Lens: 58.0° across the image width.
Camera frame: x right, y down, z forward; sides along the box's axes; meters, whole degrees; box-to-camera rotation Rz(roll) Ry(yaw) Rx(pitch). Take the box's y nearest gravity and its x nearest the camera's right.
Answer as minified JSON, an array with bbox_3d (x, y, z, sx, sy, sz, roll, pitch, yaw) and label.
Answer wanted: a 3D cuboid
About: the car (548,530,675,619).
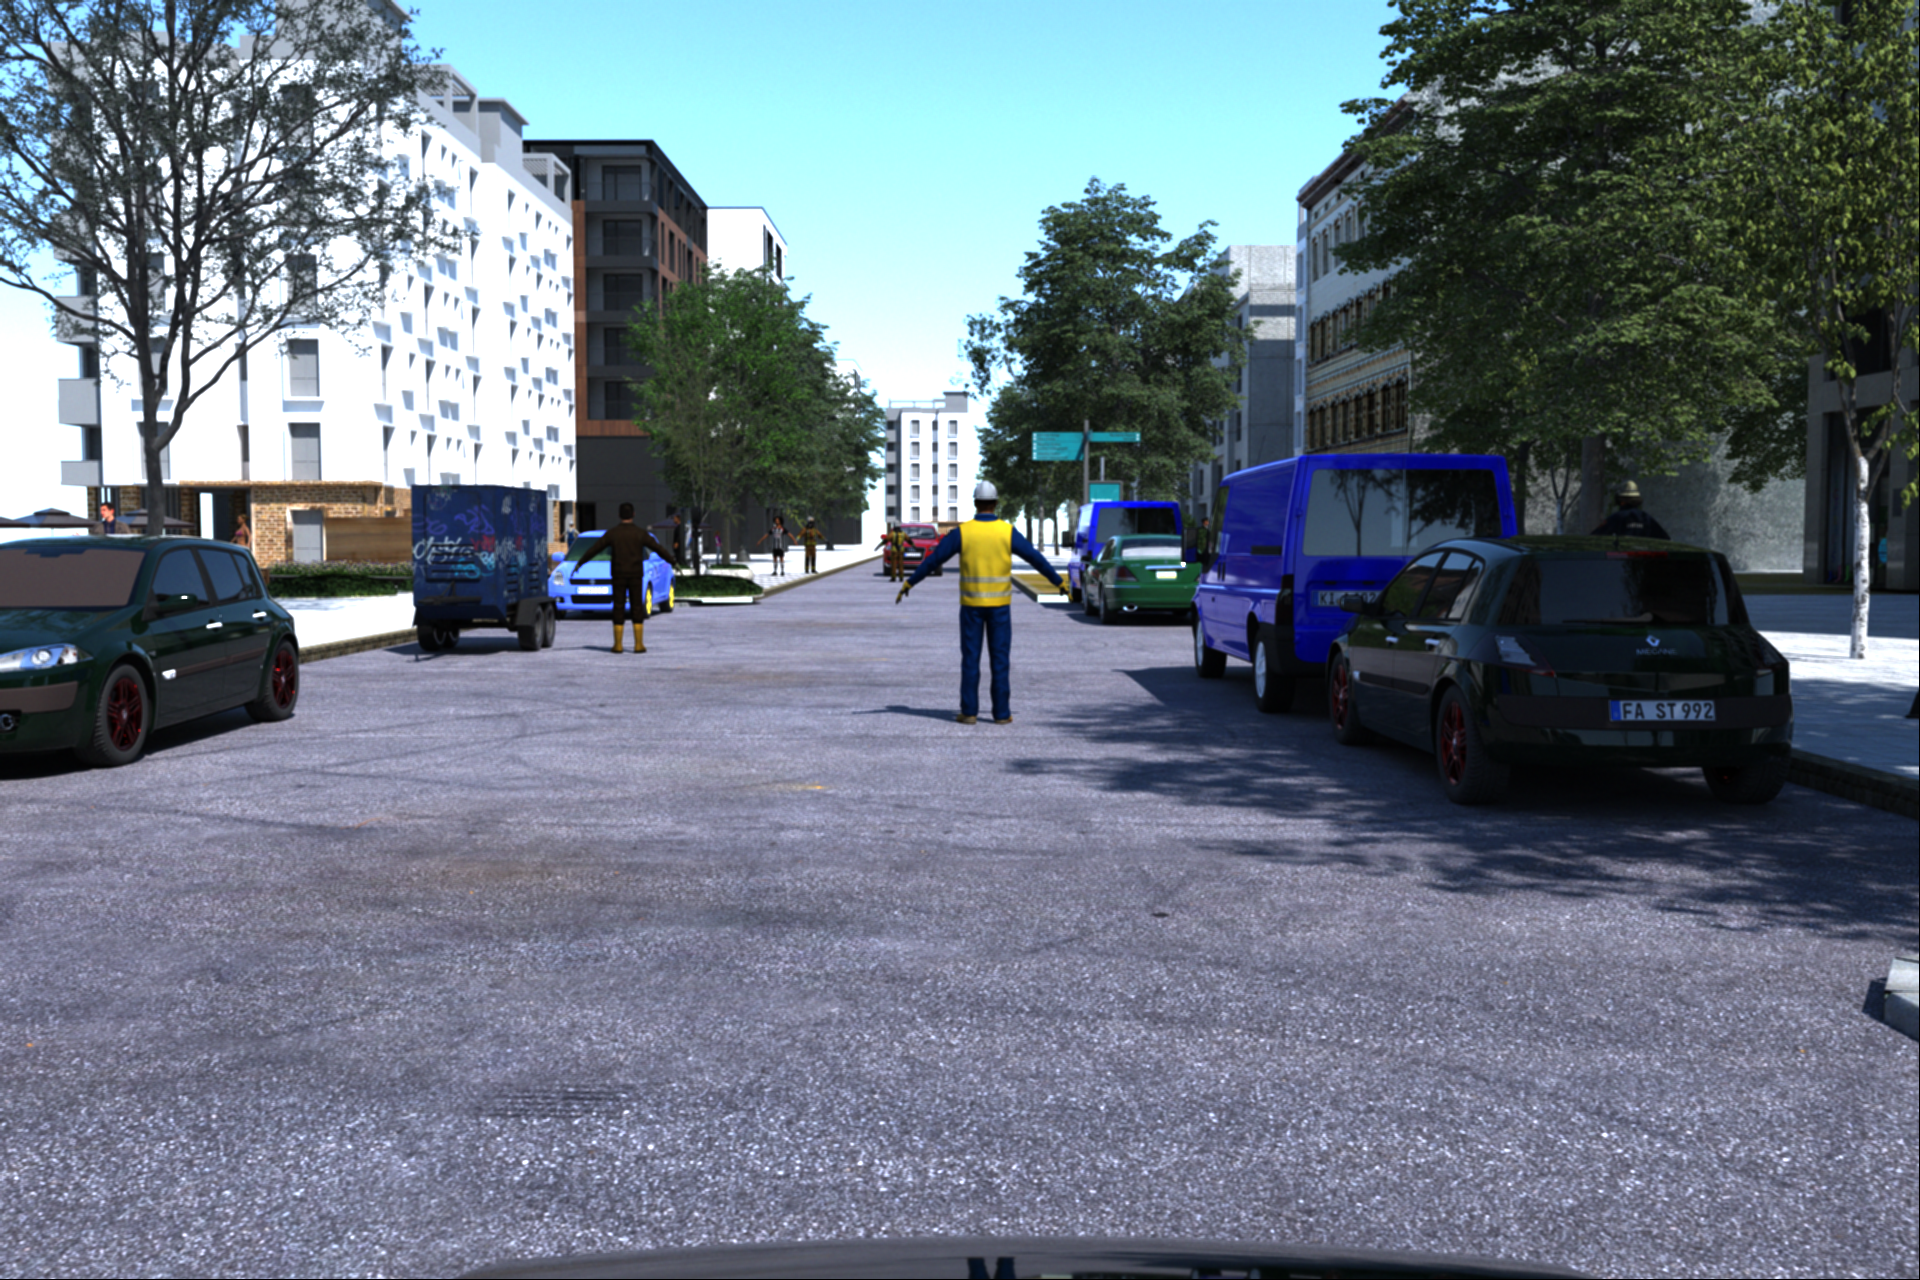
[{"bbox_3d":[-6.077,-1.268,30.318,1.945,1.707,3.694,0,4,0],"label":"car"}]

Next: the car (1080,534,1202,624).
[{"bbox_3d":[3.128,-1.052,28.992,2.131,1.459,4.920,0,4,-1],"label":"car"}]

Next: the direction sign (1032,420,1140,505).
[{"bbox_3d":[2.964,-3.133,39.986,2.525,3.948,1.411,0,4,-1],"label":"direction sign"}]

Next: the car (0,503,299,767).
[{"bbox_3d":[-6.008,-0.129,11.891,2.009,1.686,4.222,0,4,0],"label":"car"}]

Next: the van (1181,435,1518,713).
[{"bbox_3d":[3.320,-0.682,15.542,2.240,2.365,5.245,0,4,-2],"label":"van"}]

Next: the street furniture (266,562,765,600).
[{"bbox_3d":[-9.039,-1.281,36.577,10.072,0.657,5.734,0,4,2],"label":"street furniture"}]

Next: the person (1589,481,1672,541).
[{"bbox_3d":[7.081,-0.769,18.443,1.351,1.845,0.704,0,4,-7],"label":"person"}]

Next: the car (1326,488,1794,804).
[{"bbox_3d":[3.441,-0.048,10.576,2.009,1.686,4.222,0,4,-1],"label":"car"}]

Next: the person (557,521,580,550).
[{"bbox_3d":[-16.807,-4.230,75.012,1.347,1.847,0.705,0,4,6],"label":"person"}]

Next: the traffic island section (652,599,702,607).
[{"bbox_3d":[-6.236,-0.729,34.785,1.991,0.108,1.994,0,4,-1],"label":"traffic island section"}]

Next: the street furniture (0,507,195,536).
[{"bbox_3d":[-27.733,-2.273,42.198,14.083,1.986,27.439,0,4,-1],"label":"street furniture"}]

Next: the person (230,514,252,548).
[{"bbox_3d":[-16.547,-2.016,39.770,0.721,1.733,1.217,-3,5,-44],"label":"person"}]

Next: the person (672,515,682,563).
[{"bbox_3d":[-7.686,-2.501,47.120,0.704,1.802,1.346,-1,4,-12],"label":"person"}]

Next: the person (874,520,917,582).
[{"bbox_3d":[-1.898,-2.677,51.997,1.354,1.858,0.705,-1,4,-21],"label":"person"}]

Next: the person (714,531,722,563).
[{"bbox_3d":[-10.155,-3.909,73.175,0.599,1.433,0.991,0,4,-1],"label":"person"}]

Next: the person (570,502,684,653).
[{"bbox_3d":[-4.009,-0.751,20.874,1.346,1.812,0.704,-1,4,-10],"label":"person"}]

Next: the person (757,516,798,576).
[{"bbox_3d":[-5.591,-2.879,53.212,1.345,1.843,0.704,1,4,16],"label":"person"}]

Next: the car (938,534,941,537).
[{"bbox_3d":[-1.809,-7.669,137.183,2.131,1.459,4.920,0,4,-1],"label":"car"}]

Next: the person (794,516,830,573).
[{"bbox_3d":[-4.865,-3.100,56.448,1.354,1.858,0.705,-3,4,-36],"label":"person"}]

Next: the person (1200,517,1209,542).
[{"bbox_3d":[8.162,-3.155,57.513,0.705,1.837,1.347,1,4,17],"label":"person"}]

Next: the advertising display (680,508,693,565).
[{"bbox_3d":[-6.806,-2.317,43.104,0.123,1.923,0.974,0,4,1],"label":"advertising display"}]

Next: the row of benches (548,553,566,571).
[{"bbox_3d":[-13.022,-2.427,55.149,1.422,0.672,4.104,-2,4,-27],"label":"row of benches"}]

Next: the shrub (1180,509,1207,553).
[{"bbox_3d":[6.560,-2.909,51.606,1.661,2.075,1.752,0,3,0],"label":"shrub"}]

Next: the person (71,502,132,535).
[{"bbox_3d":[-12.696,-1.170,25.699,0.617,1.759,0.750,1,4,9],"label":"person"}]

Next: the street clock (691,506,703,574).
[{"bbox_3d":[-6.850,-2.470,44.956,0.358,2.002,0.471,0,4,1],"label":"street clock"}]

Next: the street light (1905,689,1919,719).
[{"bbox_3d":[7.314,-2.409,11.925,1.470,5.913,1.316,0,4,0],"label":"street light"}]

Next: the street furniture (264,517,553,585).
[{"bbox_3d":[-15.233,-2.420,46.420,9.812,1.723,11.010,2,4,23],"label":"street furniture"}]

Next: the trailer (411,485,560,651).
[{"bbox_3d":[-5.865,-0.840,20.783,1.471,1.999,3.904,0,4,0],"label":"trailer"}]

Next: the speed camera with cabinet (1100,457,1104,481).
[{"bbox_3d":[3.860,-3.025,43.800,0.660,3.252,2.038,0,4,-2],"label":"speed camera with cabinet"}]

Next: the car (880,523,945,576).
[{"bbox_3d":[-1.619,-3.167,60.456,2.281,1.827,5.304,0,4,-1],"label":"car"}]

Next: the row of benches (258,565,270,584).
[{"bbox_3d":[-16.552,-1.329,37.197,4.104,0.672,1.422,2,4,27],"label":"row of benches"}]

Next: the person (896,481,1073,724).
[{"bbox_3d":[0.190,-0.287,13.126,1.349,1.833,0.705,0,4,-2],"label":"person"}]

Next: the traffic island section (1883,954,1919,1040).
[{"bbox_3d":[3.708,1.111,4.702,1.991,0.108,1.994,0,4,0],"label":"traffic island section"}]

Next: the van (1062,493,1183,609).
[{"bbox_3d":[3.256,-1.849,34.607,2.240,2.365,5.245,0,4,-1],"label":"van"}]
